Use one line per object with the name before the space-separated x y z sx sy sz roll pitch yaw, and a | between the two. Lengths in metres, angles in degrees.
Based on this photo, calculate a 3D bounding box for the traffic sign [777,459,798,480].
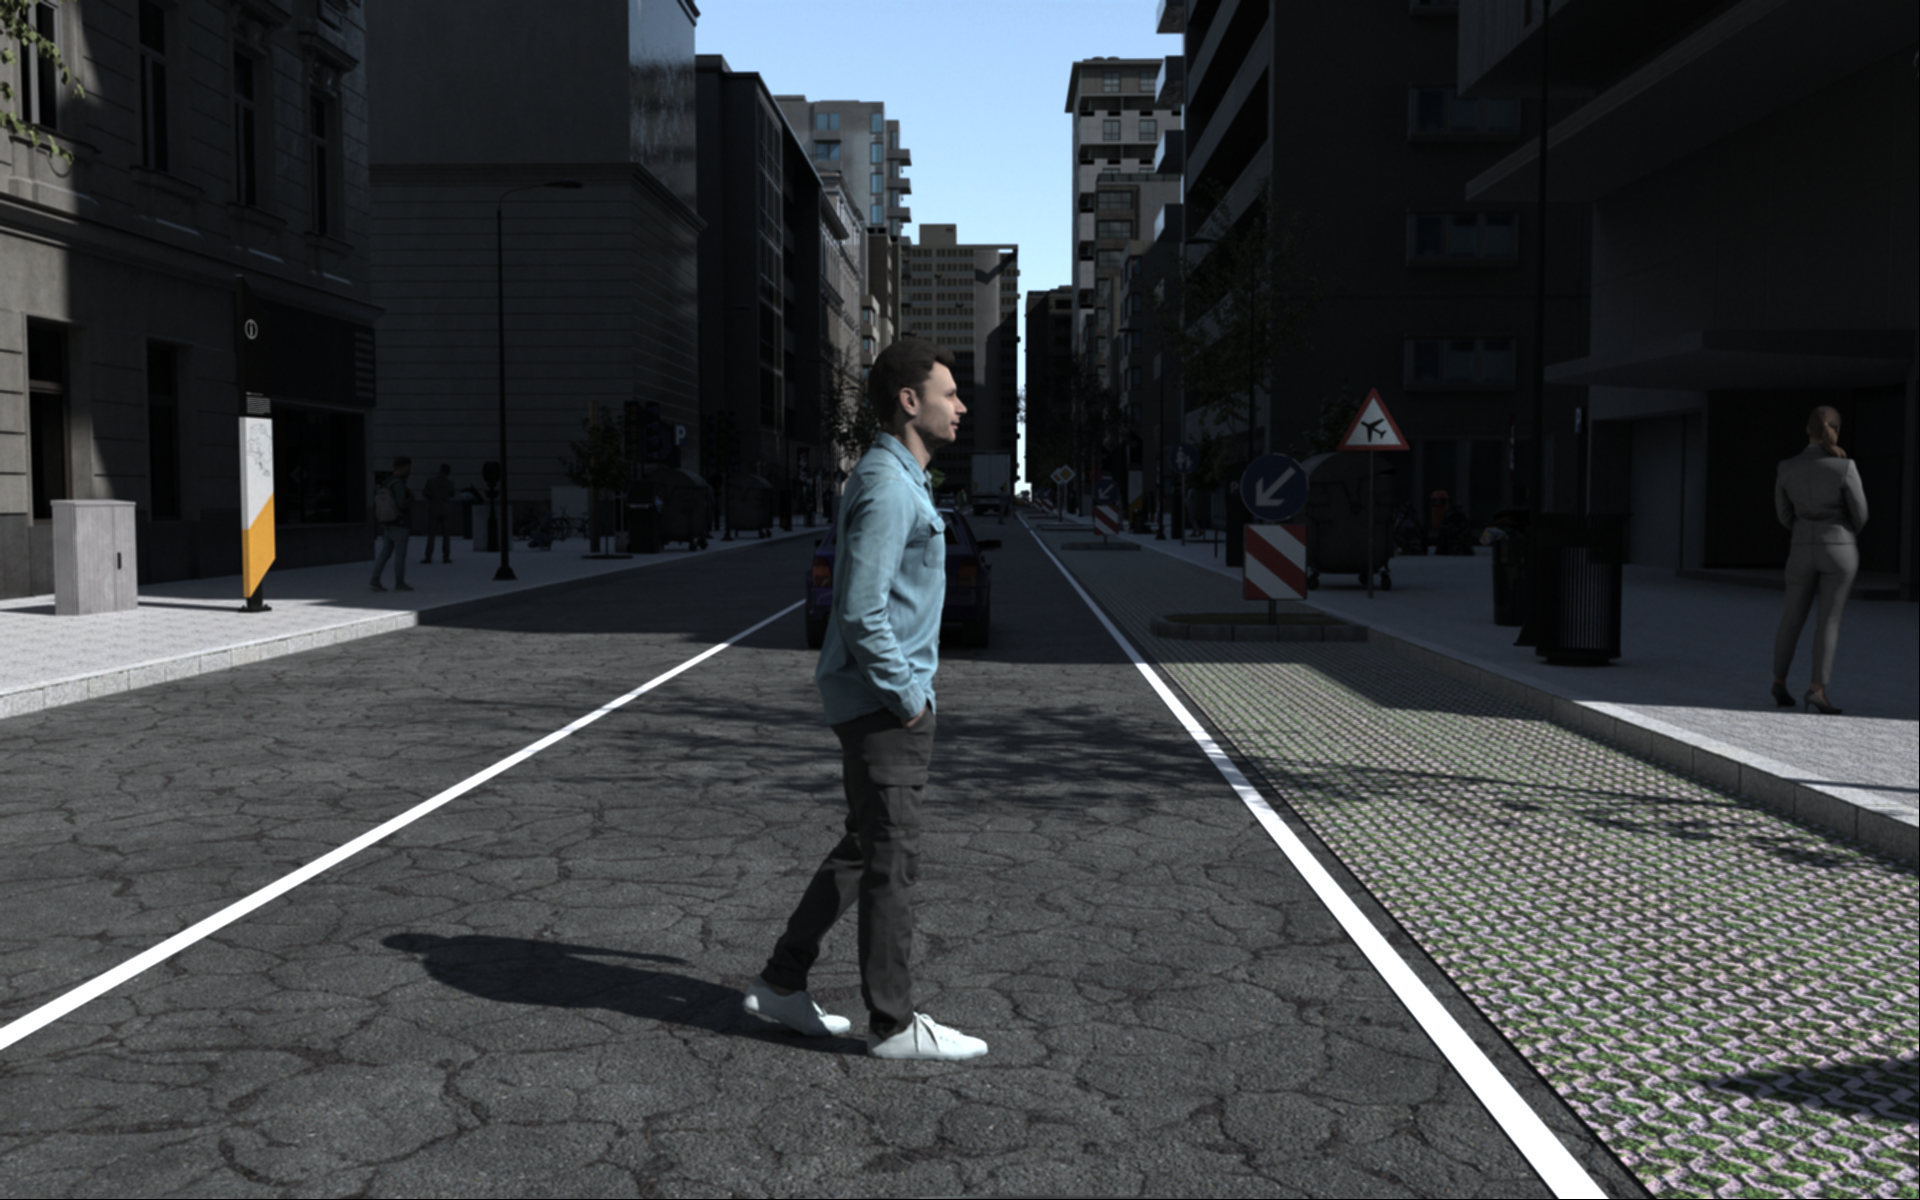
traffic sign | -6.235 -3.817 62.514 0.768 2.556 0.104 0 4 2

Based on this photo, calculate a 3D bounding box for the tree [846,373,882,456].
tree | -5.142 -9.461 105.048 4.737 8.622 4.395 0 3 0

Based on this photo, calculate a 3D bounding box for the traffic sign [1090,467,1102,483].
traffic sign | 6.568 -5.043 82.558 0.768 2.556 0.104 1 4 8

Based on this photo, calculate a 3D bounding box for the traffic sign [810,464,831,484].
traffic sign | -5.404 -3.957 66.883 0.795 2.593 0.064 0 4 1

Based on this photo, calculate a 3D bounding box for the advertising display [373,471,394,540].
advertising display | -16.076 -2.659 48.694 0.123 1.923 0.974 2 4 35

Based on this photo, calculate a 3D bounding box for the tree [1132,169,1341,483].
tree | 6.277 -5.417 38.937 4.737 8.622 4.395 0 3 0

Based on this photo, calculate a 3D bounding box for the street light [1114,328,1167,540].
street light | 5.105 -4.648 48.540 1.470 5.913 1.316 0 4 1

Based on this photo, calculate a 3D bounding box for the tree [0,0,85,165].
tree | -8.024 -3.804 12.553 4.737 8.622 4.395 0 3 0

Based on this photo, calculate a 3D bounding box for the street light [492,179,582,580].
street light | -6.273 -3.254 25.741 1.470 5.913 1.316 0 4 1

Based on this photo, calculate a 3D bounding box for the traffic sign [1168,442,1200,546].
traffic sign | 5.534 -2.615 42.860 0.768 2.556 0.104 0 4 3

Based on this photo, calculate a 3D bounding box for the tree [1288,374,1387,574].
tree | 6.166 -2.053 28.168 1.663 3.219 1.824 0 3 0

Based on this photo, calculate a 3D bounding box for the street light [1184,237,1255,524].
street light | 4.753 -3.605 31.478 1.470 5.913 1.316 0 4 1

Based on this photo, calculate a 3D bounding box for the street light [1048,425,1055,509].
street light | 6.736 -8.716 115.049 1.470 5.913 1.316 0 4 1

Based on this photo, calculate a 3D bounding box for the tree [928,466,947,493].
tree | -3.151 -13.465 203.859 4.285 4.588 4.351 0 3 0

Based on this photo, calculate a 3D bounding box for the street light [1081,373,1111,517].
street light | 5.523 -5.751 66.564 1.470 5.913 1.316 0 4 1

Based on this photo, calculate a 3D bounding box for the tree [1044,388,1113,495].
tree | 8.685 -10.441 121.065 4.360 8.622 3.978 0 3 0

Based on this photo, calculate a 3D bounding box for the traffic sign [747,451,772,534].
traffic sign | -5.936 -3.132 51.309 0.768 2.556 0.104 1 4 9

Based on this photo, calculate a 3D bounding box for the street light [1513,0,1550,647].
street light | 4.327 -2.569 14.542 1.470 5.913 1.316 0 4 1

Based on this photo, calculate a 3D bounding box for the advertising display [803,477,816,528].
advertising display | -5.768 -3.736 66.304 0.123 1.923 0.974 -2 4 -29

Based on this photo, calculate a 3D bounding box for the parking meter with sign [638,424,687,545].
parking meter with sign | -7.740 -2.905 43.763 1.738 3.016 0.543 2 4 29

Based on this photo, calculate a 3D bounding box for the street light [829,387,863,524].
street light | -5.111 -6.276 75.147 1.470 5.913 1.316 0 4 1

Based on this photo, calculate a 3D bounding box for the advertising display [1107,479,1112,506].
advertising display | 6.341 -4.231 74.389 0.123 1.923 0.974 -1 4 -9

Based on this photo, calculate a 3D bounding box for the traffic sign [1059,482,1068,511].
traffic sign | 7.782 -8.009 131.054 0.768 2.556 0.104 0 4 7

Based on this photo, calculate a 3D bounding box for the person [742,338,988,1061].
person | -0.254 0.248 4.460 0.620 1.820 0.660 -1 4 -8

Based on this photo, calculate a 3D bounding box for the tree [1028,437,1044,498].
tree | 10.029 -15.861 209.687 4.360 8.622 3.978 0 3 0

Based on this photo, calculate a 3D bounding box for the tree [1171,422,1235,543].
tree | 6.486 -3.151 46.117 1.663 3.219 1.824 0 3 0

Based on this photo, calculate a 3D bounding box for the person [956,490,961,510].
person | -0.129 -8.649 150.092 0.466 1.800 0.511 0 4 5

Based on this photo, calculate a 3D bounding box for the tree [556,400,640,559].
tree | -6.999 -2.451 34.671 1.663 3.219 1.824 0 3 0

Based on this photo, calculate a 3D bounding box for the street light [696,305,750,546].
street light | -5.847 -4.290 42.677 1.470 5.913 1.316 0 4 1

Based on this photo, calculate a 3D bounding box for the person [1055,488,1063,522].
person | 5.061 -4.874 88.522 0.374 1.781 0.599 2 4 35

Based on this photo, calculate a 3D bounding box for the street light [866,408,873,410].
street light | -4.662 -7.311 92.083 1.470 5.913 1.316 0 4 1

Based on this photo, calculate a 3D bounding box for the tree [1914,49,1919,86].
tree | 4.853 -3.433 6.489 4.360 8.622 3.978 0 3 0

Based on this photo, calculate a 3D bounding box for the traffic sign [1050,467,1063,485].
traffic sign | 4.274 -4.430 74.624 0.795 2.593 0.064 0 4 1

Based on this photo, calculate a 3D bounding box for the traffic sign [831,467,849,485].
traffic sign | -5.217 -4.445 74.866 0.795 2.593 0.064 0 4 1

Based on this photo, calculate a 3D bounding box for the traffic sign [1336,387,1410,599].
traffic sign | 5.047 -1.297 21.214 0.884 2.594 0.081 1 4 10

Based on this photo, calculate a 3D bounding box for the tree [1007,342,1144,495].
tree | 7.361 -10.500 106.085 8.767 10.594 7.601 -2 4 -26

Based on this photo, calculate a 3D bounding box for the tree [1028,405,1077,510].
tree | 7.968 -11.769 142.792 4.737 8.622 4.395 0 3 0

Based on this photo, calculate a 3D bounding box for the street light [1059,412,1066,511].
street light | 6.293 -7.662 97.814 1.470 5.913 1.316 0 4 1

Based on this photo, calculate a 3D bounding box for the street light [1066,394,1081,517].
street light | 5.832 -6.626 80.878 1.470 5.913 1.316 0 4 1

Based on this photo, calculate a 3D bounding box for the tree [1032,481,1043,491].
tree | 10.210 -13.907 221.980 1.663 3.219 1.824 0 3 0

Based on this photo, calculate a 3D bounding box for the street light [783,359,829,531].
street light | -5.409 -5.330 59.681 1.470 5.913 1.316 0 4 1

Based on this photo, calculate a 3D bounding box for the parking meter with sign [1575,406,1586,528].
parking meter with sign | 13.141 -2.331 34.373 1.738 3.016 0.543 0 4 6

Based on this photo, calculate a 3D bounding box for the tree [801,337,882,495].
tree | -5.450 -8.018 81.454 4.360 8.622 3.978 0 3 0

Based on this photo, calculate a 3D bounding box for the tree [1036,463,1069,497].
tree | 9.503 -11.528 172.203 4.285 4.588 4.351 0 3 0

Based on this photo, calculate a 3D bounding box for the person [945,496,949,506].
person | -0.871 -6.077 112.104 0.306 1.304 0.590 1 4 20

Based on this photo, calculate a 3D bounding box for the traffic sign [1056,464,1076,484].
traffic sign | 4.088 -3.942 66.641 0.795 2.593 0.064 0 4 1
